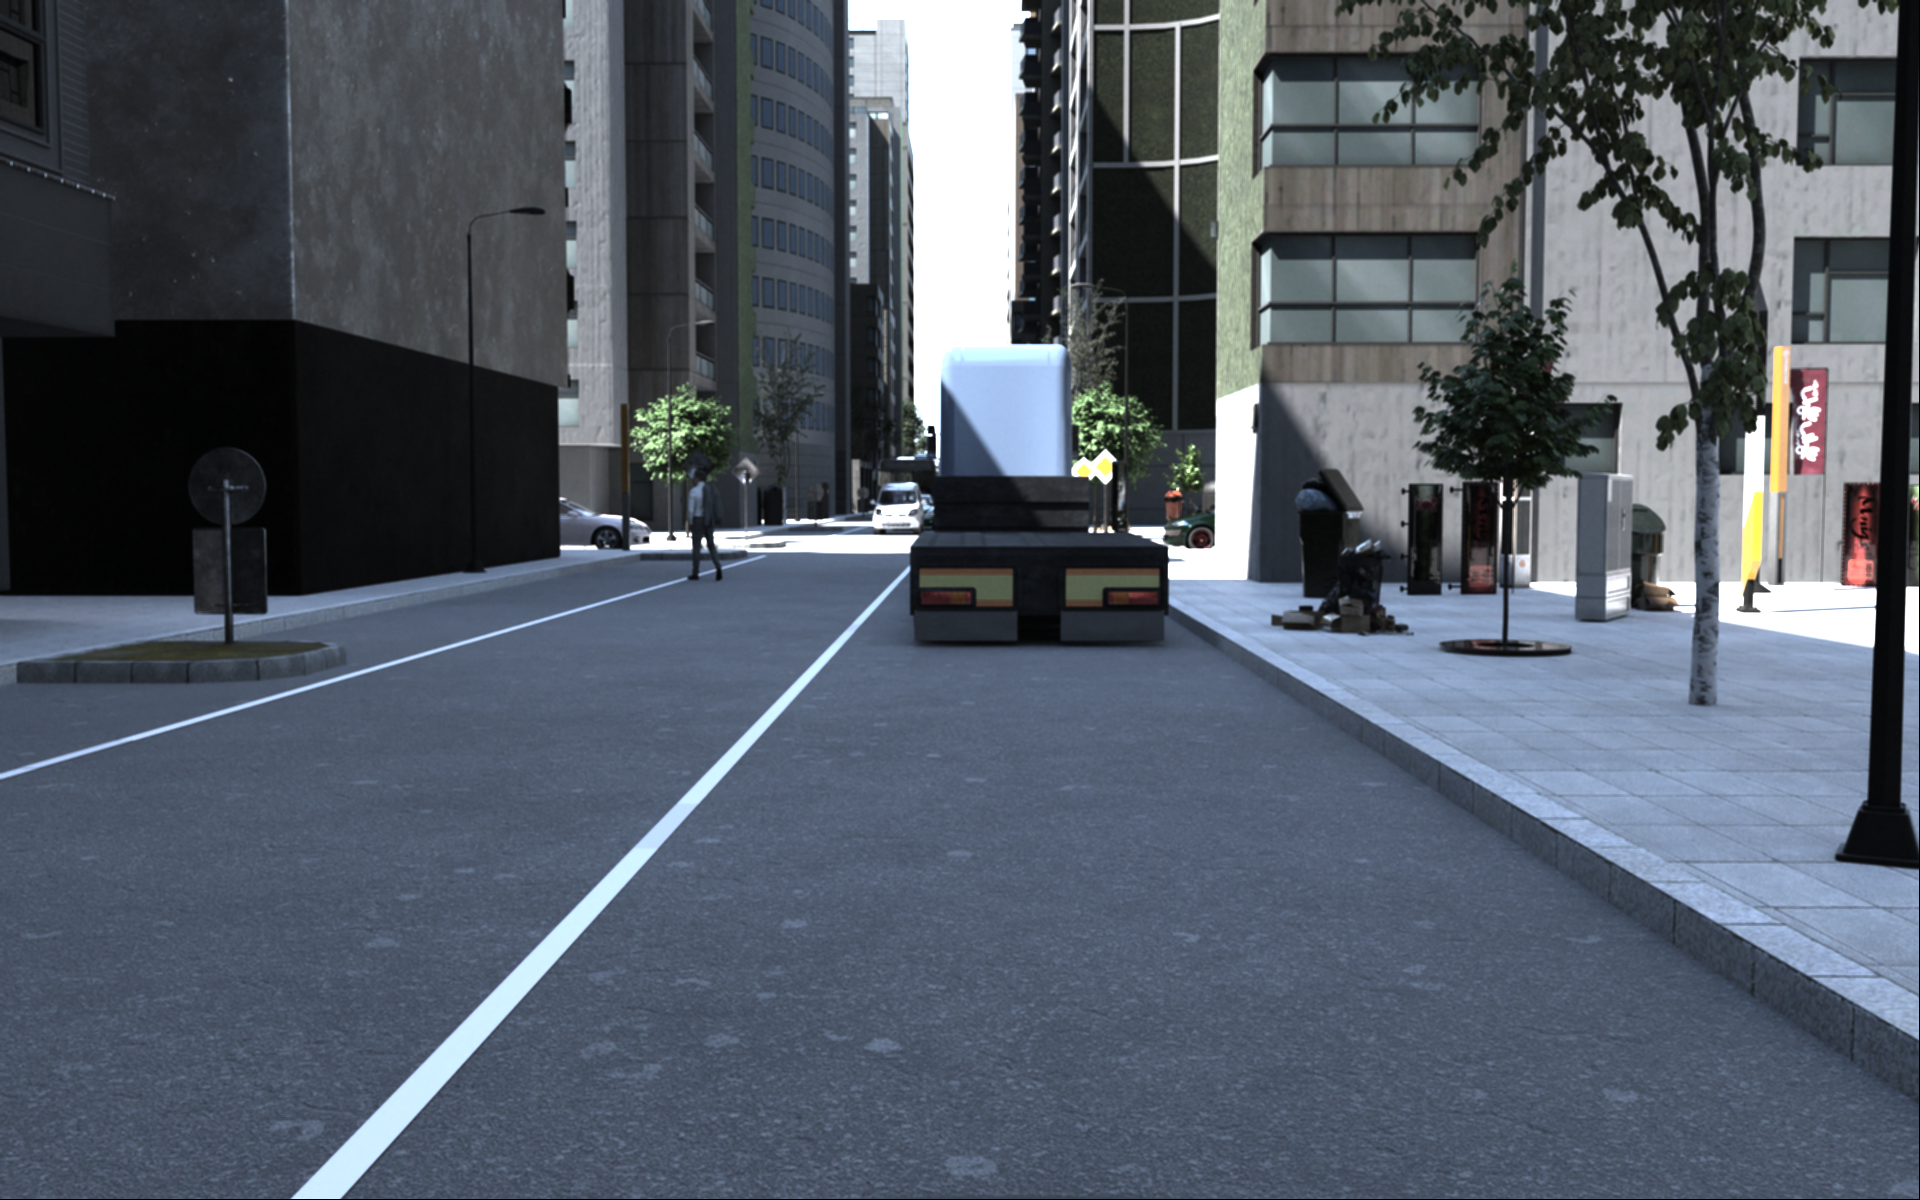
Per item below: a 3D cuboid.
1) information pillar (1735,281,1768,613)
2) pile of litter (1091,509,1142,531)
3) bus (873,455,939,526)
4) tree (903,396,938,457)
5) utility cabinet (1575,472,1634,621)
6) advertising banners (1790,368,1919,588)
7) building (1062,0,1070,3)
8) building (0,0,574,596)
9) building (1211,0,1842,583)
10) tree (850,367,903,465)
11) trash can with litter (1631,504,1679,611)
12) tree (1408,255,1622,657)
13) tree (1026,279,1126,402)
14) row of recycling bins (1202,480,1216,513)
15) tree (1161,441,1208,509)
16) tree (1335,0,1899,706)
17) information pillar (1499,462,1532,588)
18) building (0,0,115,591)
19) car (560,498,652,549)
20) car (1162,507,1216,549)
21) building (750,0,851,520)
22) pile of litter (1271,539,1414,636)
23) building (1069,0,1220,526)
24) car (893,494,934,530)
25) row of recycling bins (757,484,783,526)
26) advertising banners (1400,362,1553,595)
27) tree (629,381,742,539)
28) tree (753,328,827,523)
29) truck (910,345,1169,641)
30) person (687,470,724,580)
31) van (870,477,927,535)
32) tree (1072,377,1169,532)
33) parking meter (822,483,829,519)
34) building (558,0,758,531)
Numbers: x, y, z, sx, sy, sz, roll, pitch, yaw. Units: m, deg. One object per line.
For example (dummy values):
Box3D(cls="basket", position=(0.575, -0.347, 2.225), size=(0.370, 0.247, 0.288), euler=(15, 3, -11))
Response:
Box3D(cls="information pillar", position=(8.527, -1.666, 18.590), size=(0.183, 3.616, 0.504), euler=(1, 4, 12))
Box3D(cls="pile of litter", position=(5.446, -2.823, 60.122), size=(1.719, 0.858, 1.176), euler=(1, 4, 15))
Box3D(cls="bus", position=(-2.225, -5.306, 81.618), size=(2.948, 3.499, 13.247), euler=(0, 4, 1))
Box3D(cls="tree", position=(-6.747, -17.204, 198.291), size=(9.611, 12.733, 9.660), euler=(0, 3, 0))
Box3D(cls="utility cabinet", position=(6.640, -0.558, 17.801), size=(0.318, 1.500, 1.173), euler=(2, 4, 33))
Box3D(cls="advertising banners", position=(12.495, -1.694, 23.883), size=(2.074, 3.025, 0.090), euler=(1, 4, 20))
Box3D(cls="building", position=(16.700, -34.482, 105.781), size=(21.231, 58.520, 28.212), euler=(0, 4, 1))
Box3D(cls="building", position=(-16.563, -9.922, 29.679), size=(16.811, 18.784, 16.820), euler=(0, 4, 1))
Box3D(cls="building", position=(11.432, -15.853, 30.905), size=(14.160, 30.474, 14.107), euler=(0, 4, 1))
Box3D(cls="tree", position=(-8.067, -11.212, 117.721), size=(8.767, 10.594, 7.601), euler=(0, 4, -6))
Box3D(cls="trash can with litter", position=(7.722, -0.488, 19.365), size=(0.624, 1.170, 1.055), euler=(0, 4, -4))
Box3D(cls="tree", position=(4.588, -1.193, 14.103), size=(1.663, 3.219, 1.824), euler=(0, 3, 0))
Box3D(cls="tree", position=(3.888, -6.674, 59.480), size=(4.360, 8.622, 3.978), euler=(0, 3, 0))
Box3D(cls="row of recycling bins", position=(8.525, -2.741, 51.933), size=(1.069, 1.692, 3.534), euler=(3, 5, 43))
Box3D(cls="tree", position=(8.156, -4.041, 60.672), size=(1.663, 3.219, 1.824), euler=(0, 3, 0))
Box3D(cls="tree", position=(4.301, -3.667, 10.313), size=(4.737, 8.622, 4.395), euler=(0, 3, 0))
Box3D(cls="information pillar", position=(7.596, -1.172, 23.654), size=(0.304, 2.012, 0.304), euler=(-1, 4, -23))
Box3D(cls="building", position=(-15.358, -12.944, 5.148), size=(14.314, 27.812, 24.014), euler=(0, 4, 1))
Box3D(cls="car", position=(-10.197, -1.911, 43.608), size=(4.827, 1.381, 2.083), euler=(0, 4, -1))
Box3D(cls="car", position=(7.129, -2.029, 42.953), size=(4.222, 1.686, 2.009), euler=(0, 4, 2))
Box3D(cls="building", position=(-17.680, -33.887, 96.056), size=(21.231, 58.520, 28.212), euler=(0, 4, 1))
Box3D(cls="pile of litter", position=(3.614, -0.151, 16.429), size=(1.176, 0.858, 1.719), euler=(0, 4, -6))
Box3D(cls="building", position=(13.208, -38.827, 73.080), size=(20.563, 71.187, 20.611), euler=(0, 4, 1))
Box3D(cls="car", position=(-1.785, -3.548, 69.816), size=(2.131, 1.459, 4.920), euler=(0, 4, -1))
Box3D(cls="row of recycling bins", position=(-8.998, -3.909, 71.029), size=(3.534, 1.692, 1.069), euler=(0, 4, 5))
Box3D(cls="advertising banners", position=(6.615, -1.585, 22.096), size=(2.074, 3.025, 0.090), euler=(-1, 4, -12))
Box3D(cls="tree", position=(-8.041, -4.086, 50.512), size=(4.285, 4.588, 4.351), euler=(0, 3, 0))
Box3D(cls="tree", position=(-7.921, -7.672, 75.802), size=(4.360, 8.622, 3.978), euler=(0, 3, 0))
Box3D(cls="truck", position=(0.793, -2.183, 25.458), size=(2.967, 4.110, 18.799), euler=(0, 4, 0))
Box3D(cls="person", position=(-4.234, -1.238, 28.836), size=(0.679, 1.850, 0.850), euler=(-3, 5, -42))
Box3D(cls="van", position=(-2.163, -3.343, 61.676), size=(2.013, 2.044, 4.112), euler=(0, 4, 1))
Box3D(cls="tree", position=(4.160, -4.216, 52.639), size=(4.285, 4.588, 4.351), euler=(0, 3, 0))
Box3D(cls="parking meter", position=(-6.834, -5.033, 87.997), size=(0.255, 1.863, 0.399), euler=(1, 4, 14))
Box3D(cls="building", position=(-15.220, -23.114, 61.514), size=(14.154, 41.232, 14.086), euler=(0, 4, 1))
